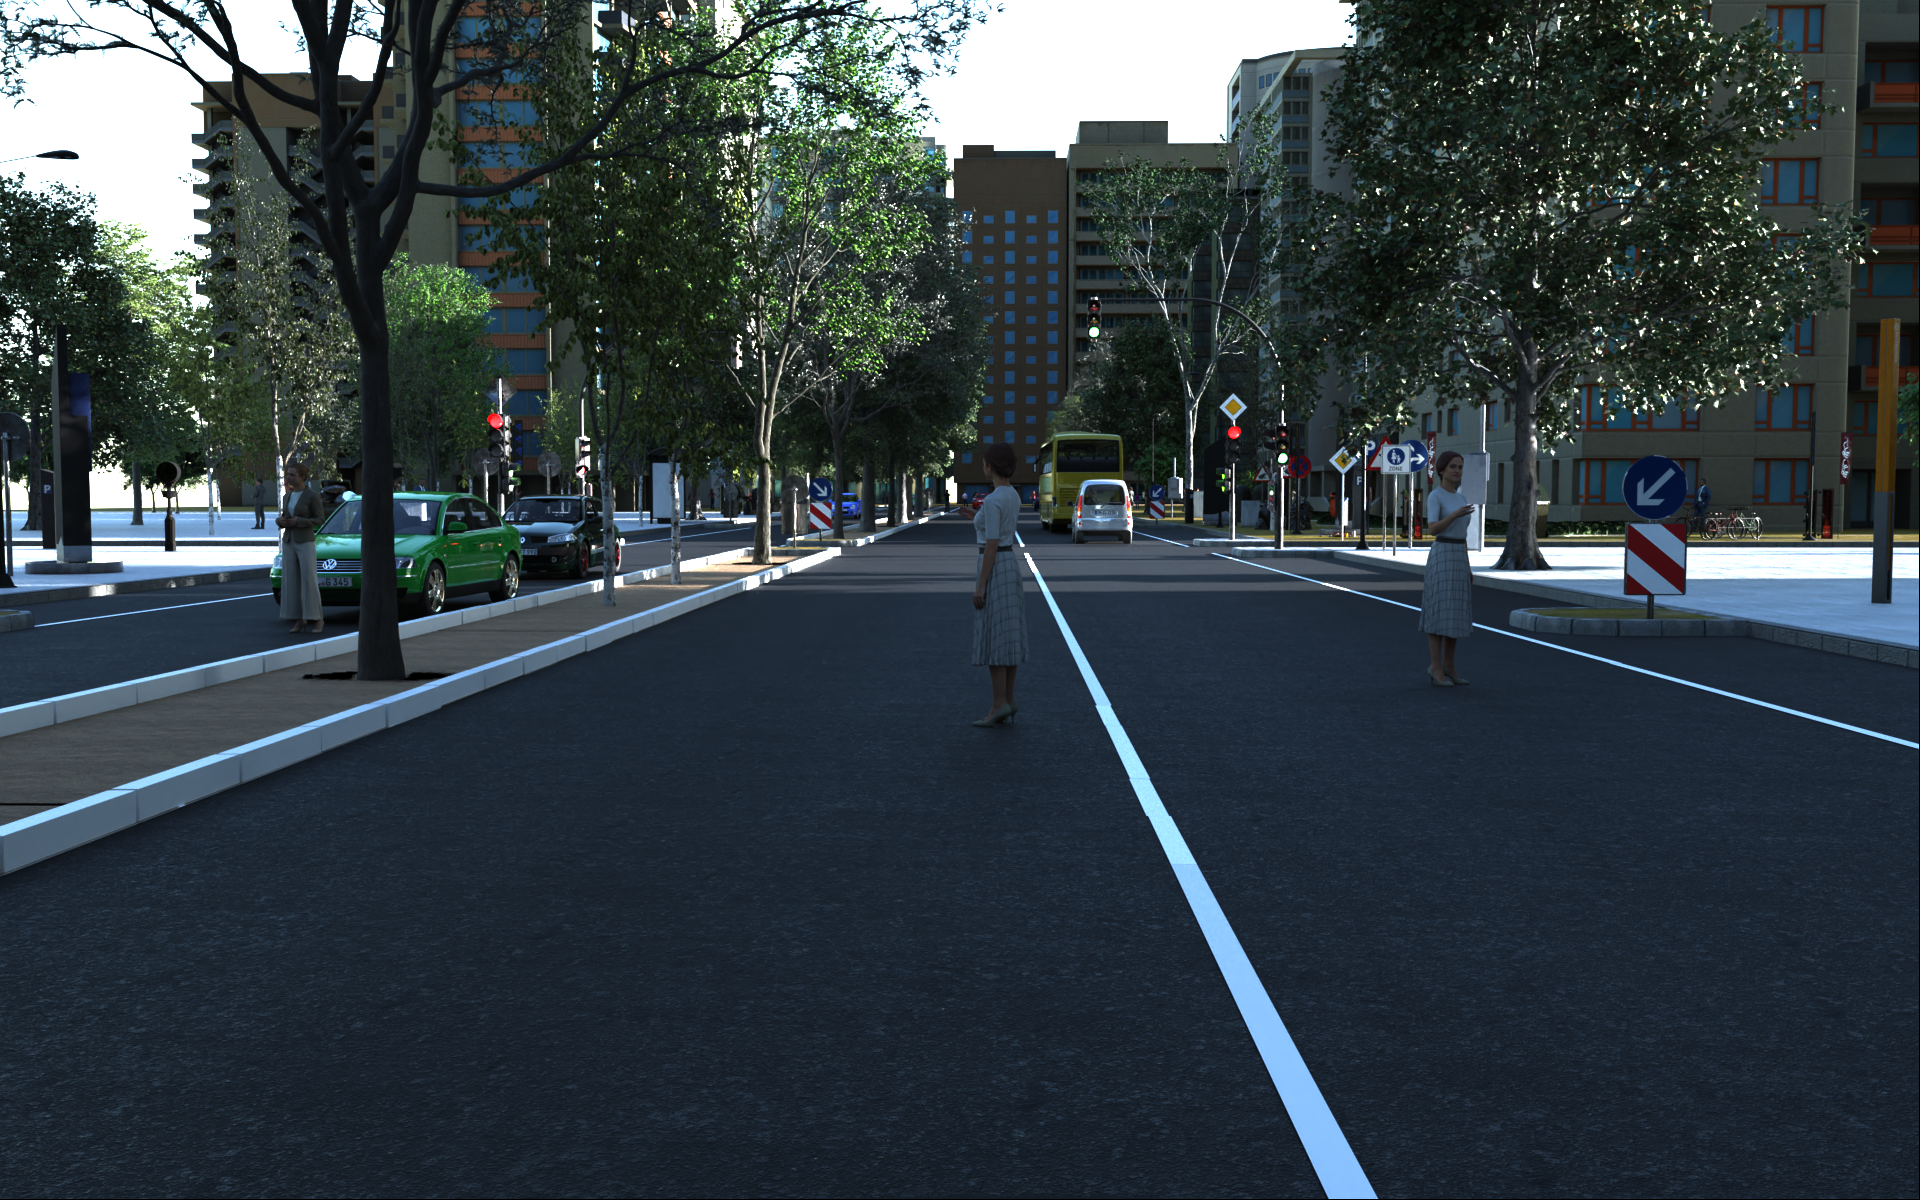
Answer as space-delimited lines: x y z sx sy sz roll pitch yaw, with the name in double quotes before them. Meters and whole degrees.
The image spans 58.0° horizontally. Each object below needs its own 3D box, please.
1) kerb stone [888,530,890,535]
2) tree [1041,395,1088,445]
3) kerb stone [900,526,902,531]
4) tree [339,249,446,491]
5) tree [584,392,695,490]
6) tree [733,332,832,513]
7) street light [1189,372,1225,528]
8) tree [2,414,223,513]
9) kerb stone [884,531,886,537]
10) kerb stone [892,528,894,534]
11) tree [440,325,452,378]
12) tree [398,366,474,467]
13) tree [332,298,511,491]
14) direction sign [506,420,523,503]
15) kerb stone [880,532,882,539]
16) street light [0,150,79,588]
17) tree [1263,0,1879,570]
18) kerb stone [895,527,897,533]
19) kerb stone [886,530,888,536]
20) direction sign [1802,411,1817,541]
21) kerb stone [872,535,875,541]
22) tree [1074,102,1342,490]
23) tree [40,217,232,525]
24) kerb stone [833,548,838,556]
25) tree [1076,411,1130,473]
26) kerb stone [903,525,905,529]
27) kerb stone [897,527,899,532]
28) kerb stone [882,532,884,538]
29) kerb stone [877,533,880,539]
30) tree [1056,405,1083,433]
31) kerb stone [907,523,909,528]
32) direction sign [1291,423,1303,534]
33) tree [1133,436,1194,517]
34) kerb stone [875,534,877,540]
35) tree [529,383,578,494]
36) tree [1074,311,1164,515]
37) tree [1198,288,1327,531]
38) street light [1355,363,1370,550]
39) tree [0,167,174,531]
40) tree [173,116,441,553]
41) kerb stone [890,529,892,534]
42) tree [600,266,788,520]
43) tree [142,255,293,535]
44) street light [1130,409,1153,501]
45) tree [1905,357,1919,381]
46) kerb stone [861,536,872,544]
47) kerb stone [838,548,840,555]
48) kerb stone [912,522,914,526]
"kerb stone" -2.550 -2.234 58.812 0.120 0.150 1.000 0 4 1
"tree" 12.631 -17.167 198.812 7.486 12.596 7.792 0 3 0
"kerb stone" -2.409 -2.679 66.004 0.120 0.150 1.000 0 4 1
"tree" -22.552 -9.060 73.891 9.928 11.665 9.643 0 3 0
"tree" -17.242 -8.772 93.783 4.360 8.622 3.978 0 3 0
"tree" -11.281 -12.026 114.749 7.486 12.596 7.792 0 3 0
"street light" 9.406 -5.721 66.084 1.470 5.913 1.316 0 4 1
"tree" -58.539 -9.494 118.140 20.602 7.101 11.467 0 4 6
"kerb stone" -2.595 -2.110 56.764 0.120 0.150 1.000 0 4 1
"kerb stone" -2.510 -2.366 60.873 0.120 0.150 1.000 0 4 1
"tree" -20.438 -6.872 62.713 4.360 8.622 3.978 0 3 0
"tree" -36.704 -11.305 119.249 7.601 10.594 8.767 0 4 -8
"tree" -29.659 -10.986 96.632 9.611 12.733 9.660 0 3 0
"direction sign" -13.687 -3.742 53.176 0.876 3.537 0.379 3 5 39
"kerb stone" -2.650 -1.989 54.720 0.120 0.150 1.000 0 4 1
"street light" -12.589 -3.119 23.541 1.470 5.913 1.316 0 4 1
"tree" 9.711 -6.863 29.226 9.611 12.733 9.660 0 3 0
"kerb stone" -2.476 -2.485 62.925 0.120 0.150 1.000 0 4 1
"kerb stone" -2.577 -2.177 57.786 0.120 0.150 1.000 0 4 1
"direction sign" 23.514 -3.414 47.819 0.379 3.537 0.876 1 4 20
"kerb stone" -2.702 -1.801 51.649 0.120 0.150 1.000 0 4 1
"tree" 12.269 -13.959 84.113 12.611 20.169 13.585 0 3 0
"tree" -34.461 -9.411 72.001 7.486 12.596 7.792 0 3 0
"kerb stone" -2.962 -1.078 39.837 0.120 0.150 1.000 0 4 1
"tree" 12.779 -13.919 161.989 7.601 10.594 8.767 3 5 42
"kerb stone" -2.359 -2.801 68.059 0.120 0.150 1.000 0 4 1
"kerb stone" -2.444 -2.548 63.955 0.120 0.150 1.000 0 4 1
"kerb stone" -2.618 -2.052 55.741 0.120 0.150 1.000 0 4 1
"kerb stone" -2.666 -1.927 53.697 0.120 0.150 1.000 0 4 1
"tree" 13.877 -15.802 184.118 9.928 11.665 9.643 0 3 0
"kerb stone" -2.301 -2.991 71.128 0.120 0.150 1.000 0 4 1
"direction sign" 10.792 -3.880 55.430 0.379 3.537 0.876 1 4 18
"tree" 11.525 -6.996 98.106 4.285 4.588 4.351 0 3 0
"kerb stone" -2.690 -1.864 52.676 0.120 0.150 1.000 0 4 1
"tree" -26.036 -10.018 114.150 4.360 8.622 3.978 0 3 0
"tree" 11.886 -11.725 108.713 9.611 12.733 9.660 0 3 0
"tree" 10.711 -6.714 60.131 4.360 8.622 3.978 0 3 0
"street light" 8.779 -4.122 39.942 1.470 5.913 1.316 0 4 1
"tree" -32.559 -8.803 60.930 9.611 12.733 9.660 0 3 0
"tree" -13.322 -5.141 34.416 4.360 8.622 3.978 0 3 0
"kerb stone" -2.536 -2.299 59.839 0.120 0.150 1.000 0 4 1
"tree" -13.129 -10.272 84.955 9.611 12.733 9.660 0 3 0
"tree" -23.171 -6.329 53.841 4.737 8.622 4.395 0 3 0
"street light" 9.989 -7.475 94.756 1.470 5.913 1.316 0 4 1
"tree" 18.237 -2.865 30.556 4.285 4.588 4.351 0 3 0
"kerb stone" -2.729 -1.739 50.627 0.120 0.150 1.000 0 4 1
"kerb stone" -2.928 -1.141 40.858 0.120 0.150 1.000 0 4 1
"kerb stone" -2.209 -3.244 75.233 0.120 0.150 1.000 0 4 1
